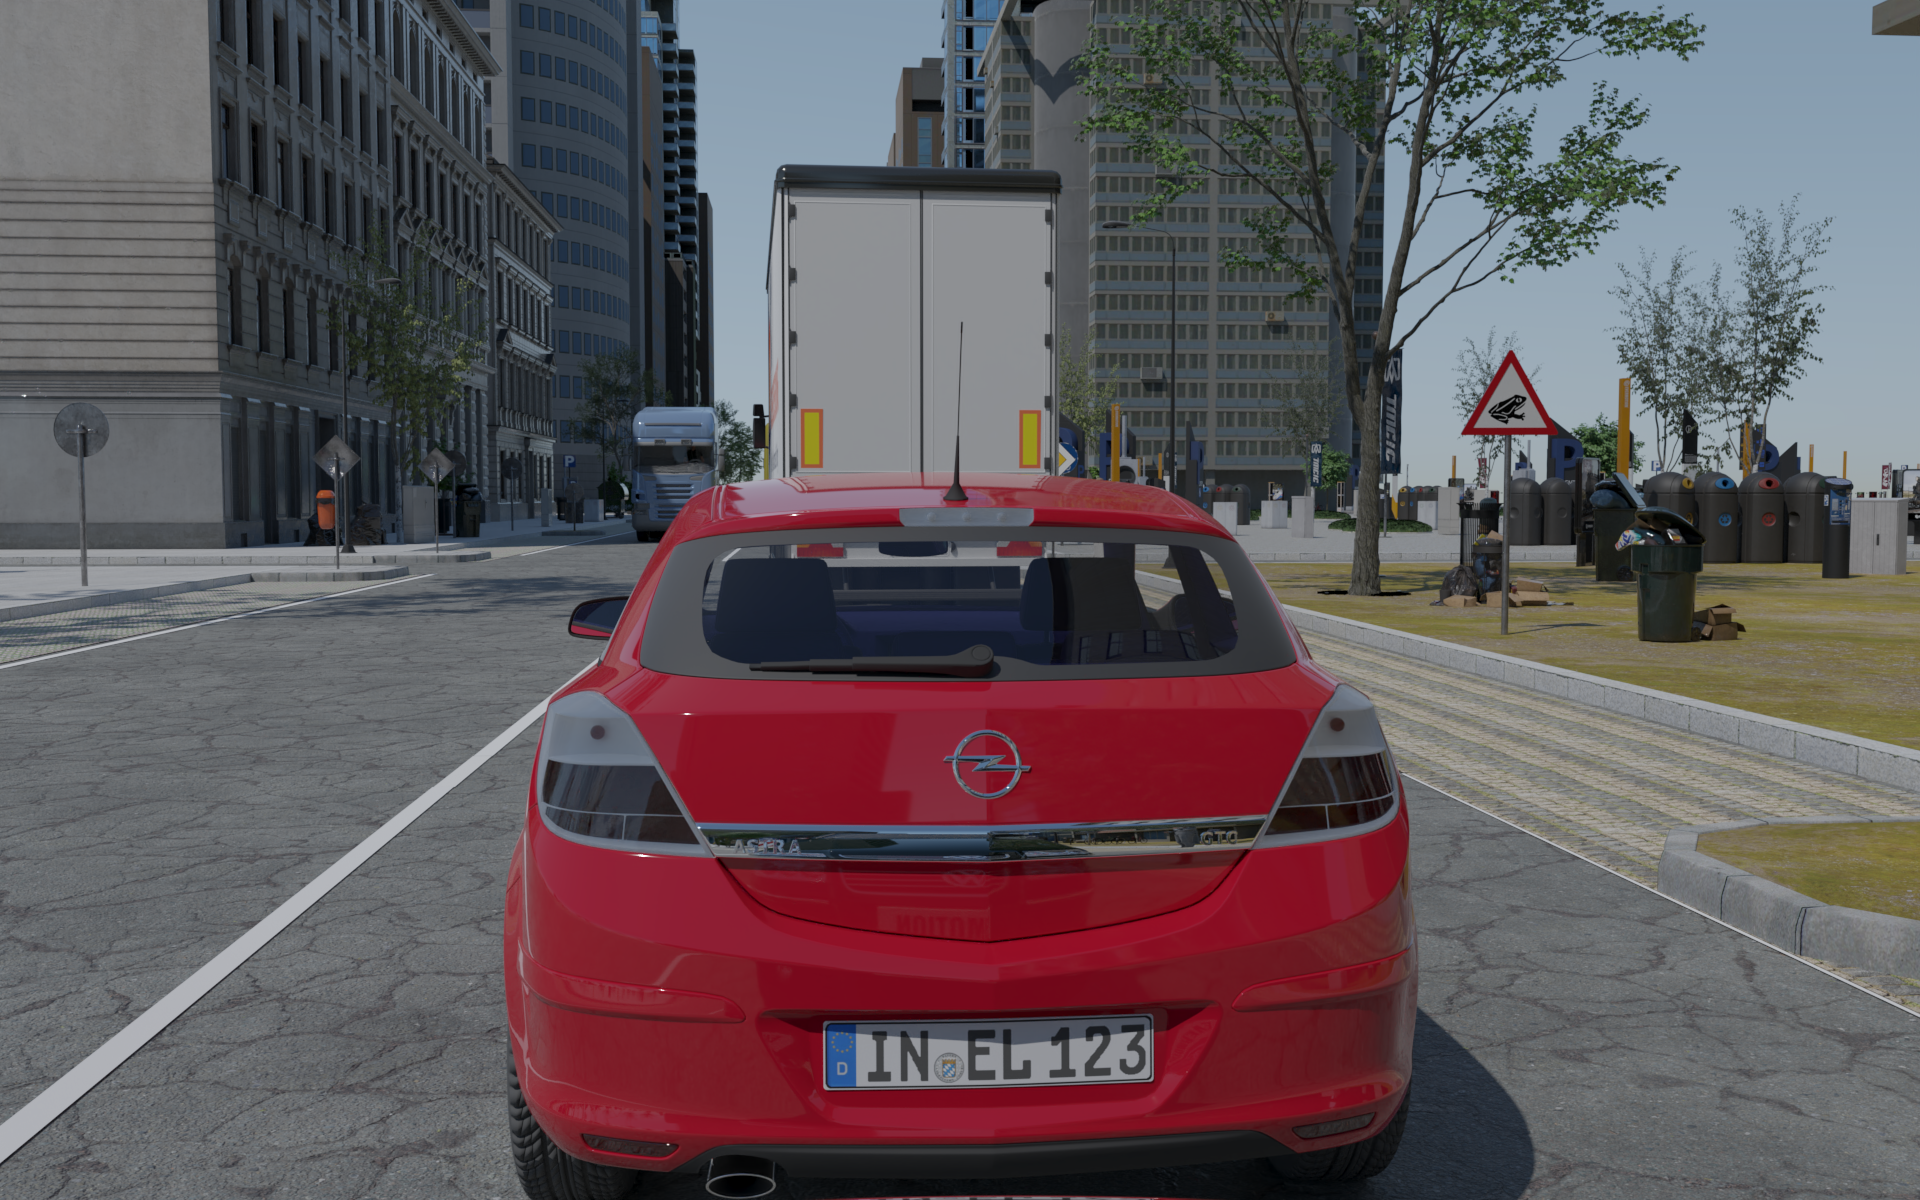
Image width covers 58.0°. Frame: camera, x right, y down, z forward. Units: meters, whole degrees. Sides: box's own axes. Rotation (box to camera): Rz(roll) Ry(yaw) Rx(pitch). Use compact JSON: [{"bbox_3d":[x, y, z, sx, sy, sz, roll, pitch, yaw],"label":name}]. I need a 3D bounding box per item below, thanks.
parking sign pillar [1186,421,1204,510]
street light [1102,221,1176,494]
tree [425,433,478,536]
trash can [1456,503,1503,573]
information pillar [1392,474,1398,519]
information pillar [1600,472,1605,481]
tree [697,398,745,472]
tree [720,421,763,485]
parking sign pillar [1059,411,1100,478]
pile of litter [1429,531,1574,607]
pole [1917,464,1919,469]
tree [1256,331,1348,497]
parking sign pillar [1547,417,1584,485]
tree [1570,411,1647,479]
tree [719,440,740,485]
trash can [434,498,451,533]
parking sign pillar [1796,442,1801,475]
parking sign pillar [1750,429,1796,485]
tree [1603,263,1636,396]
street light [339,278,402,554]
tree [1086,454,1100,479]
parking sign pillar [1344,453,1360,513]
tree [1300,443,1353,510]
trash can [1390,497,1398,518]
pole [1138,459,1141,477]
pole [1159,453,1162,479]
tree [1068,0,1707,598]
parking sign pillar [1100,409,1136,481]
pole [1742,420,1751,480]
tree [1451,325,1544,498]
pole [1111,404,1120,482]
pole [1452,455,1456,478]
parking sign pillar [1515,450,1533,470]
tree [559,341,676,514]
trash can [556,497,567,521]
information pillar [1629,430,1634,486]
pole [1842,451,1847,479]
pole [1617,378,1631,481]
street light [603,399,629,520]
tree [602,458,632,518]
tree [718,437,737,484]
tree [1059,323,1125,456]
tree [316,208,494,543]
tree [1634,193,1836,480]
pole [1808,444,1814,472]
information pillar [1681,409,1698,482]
[{"bbox_3d":[8.722,-4.642,64.367,1.447,3.967,1.447,1,4,19],"label":"parking sign pillar"},{"bbox_3d":[3.111,-3.494,29.669,1.470,5.913,1.316,0,4,-5],"label":"street light"},{"bbox_3d":[-15.959,-3.600,53.463,1.663,3.219,1.824,0,3,0],"label":"tree"},{"bbox_3d":[8.467,-1.014,28.234,0.748,1.137,0.748,0,3,0],"label":"trash can"},{"bbox_3d":[19.933,-5.381,79.336,0.183,3.616,0.504,0,4,-7],"label":"information pillar"},{"bbox_3d":[21.160,-3.238,57.440,0.304,2.012,0.304,-1,4,-11],"label":"information pillar"},{"bbox_3d":[-26.869,-16.015,187.606,9.928,11.665,9.643,0,3,0],"label":"tree"},{"bbox_3d":[-33.797,-21.426,268.437,7.486,12.596,7.792,0,3,0],"label":"tree"},{"bbox_3d":[2.974,-3.782,50.307,1.447,3.967,1.447,3,4,37],"label":"parking sign pillar"},{"bbox_3d":[6.279,-0.371,20.024,1.719,0.858,1.176,0,4,7],"label":"pile of litter"},{"bbox_3d":[64.031,-7.459,115.799,0.158,3.312,0.155,0,3,0],"label":"pole"},{"bbox_3d":[15.548,-7.753,77.128,4.360,8.622,3.978,0,3,0],"label":"tree"},{"bbox_3d":[21.337,-4.432,60.933,1.447,3.967,1.447,-1,4,-14],"label":"parking sign pillar"},{"bbox_3d":[25.406,-5.205,68.810,4.285,4.588,4.351,0,3,0],"label":"tree"},{"bbox_3d":[-30.001,-16.580,221.452,4.737,8.622,4.395,0,3,0],"label":"tree"},{"bbox_3d":[-17.028,-2.755,56.695,0.748,1.137,0.748,0,3,0],"label":"trash can"},{"bbox_3d":[43.141,-6.224,90.233,1.447,3.967,1.447,-1,4,-18],"label":"parking sign pillar"},{"bbox_3d":[31.375,-4.842,67.632,1.447,3.967,1.447,-1,4,-14],"label":"parking sign pillar"},{"bbox_3d":[20.994,-6.159,51.065,4.360,8.622,3.978,0,3,0],"label":"tree"},{"bbox_3d":[-12.713,-3.966,37.385,1.470,5.913,1.316,0,4,-5],"label":"street light"},{"bbox_3d":[5.338,-4.203,63.326,1.663,3.219,1.824,0,3,0],"label":"tree"},{"bbox_3d":[26.137,-7.748,115.160,1.447,3.967,1.447,3,4,36],"label":"parking sign pillar"},{"bbox_3d":[23.265,-7.724,110.008,4.285,4.588,4.351,0,3,0],"label":"tree"},{"bbox_3d":[22.254,-4.732,89.025,0.748,1.137,0.748,0,3,0],"label":"trash can"},{"bbox_3d":[10.346,-6.510,100.285,0.158,3.312,0.155,0,3,0],"label":"pole"},{"bbox_3d":[10.019,-5.678,86.681,0.158,3.312,0.155,0,3,0],"label":"pole"},{"bbox_3d":[5.066,-5.856,21.506,9.928,11.665,9.643,0,3,0],"label":"tree"},{"bbox_3d":[4.965,-4.047,54.644,1.447,3.967,1.447,-3,4,-36],"label":"parking sign pillar"},{"bbox_3d":[21.548,-3.280,47.467,0.158,3.312,0.155,0,3,0],"label":"pole"},{"bbox_3d":[23.579,-7.728,76.720,4.360,8.622,3.978,0,3,0],"label":"tree"},{"bbox_3d":[3.531,-2.783,39.346,0.158,3.312,0.155,0,3,0],"label":"pole"},{"bbox_3d":[26.100,-5.977,91.562,0.158,3.312,0.155,0,3,0],"label":"pole"},{"bbox_3d":[34.324,-7.158,105.511,1.447,3.967,1.447,-1,4,-13],"label":"parking sign pillar"},{"bbox_3d":[-20.264,-10.402,104.492,8.767,10.594,7.601,1,4,18],"label":"tree"},{"bbox_3d":[-19.178,-4.412,83.787,0.748,1.137,0.748,0,3,0],"label":"trash can"},{"bbox_3d":[21.703,-3.979,56.411,0.183,3.616,0.504,-2,4,-26],"label":"information pillar"},{"bbox_3d":[41.853,-5.391,81.991,0.158,3.312,0.155,0,3,0],"label":"pole"},{"bbox_3d":[11.693,-2.245,30.553,0.158,3.312,0.155,0,3,0],"label":"pole"},{"bbox_3d":[-16.933,-6.878,85.002,1.470,5.913,1.316,0,4,-5],"label":"street light"},{"bbox_3d":[-18.664,-6.018,92.988,1.663,3.219,1.824,0,3,0],"label":"tree"},{"bbox_3d":[-28.662,-15.700,207.062,4.360,8.622,3.978,0,3,0],"label":"tree"},{"bbox_3d":[4.990,-7.645,75.350,4.737,8.622,4.395,0,3,0],"label":"tree"},{"bbox_3d":[-14.626,-5.832,45.711,4.737,8.622,4.395,0,3,0],"label":"tree"},{"bbox_3d":[19.639,-5.664,42.976,4.360,8.622,3.978,0,3,0],"label":"tree"},{"bbox_3d":[34.846,-4.717,70.967,0.158,3.312,0.155,0,3,0],"label":"pole"},{"bbox_3d":[20.022,-3.439,47.579,0.504,3.616,0.183,-1,4,-21],"label":"information pillar"}]
